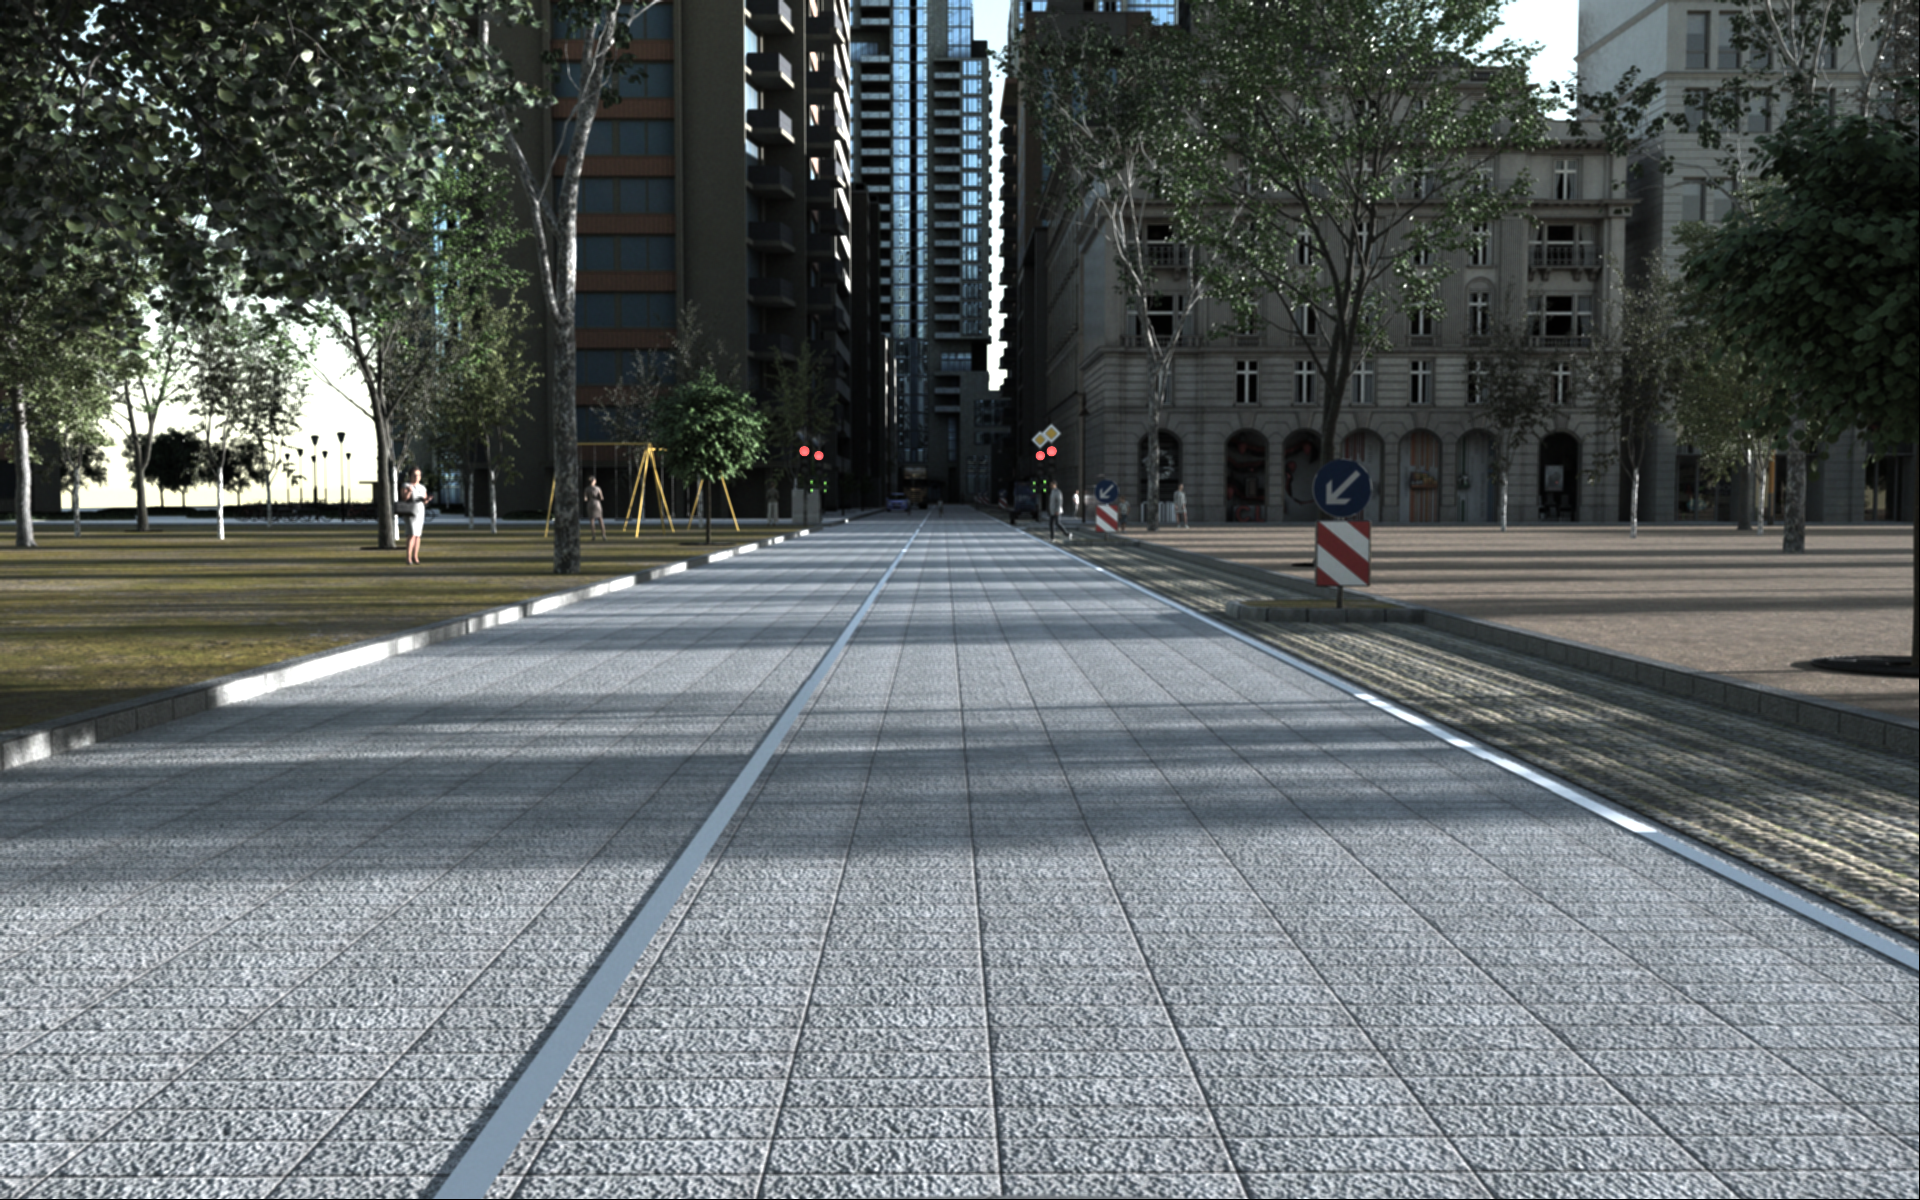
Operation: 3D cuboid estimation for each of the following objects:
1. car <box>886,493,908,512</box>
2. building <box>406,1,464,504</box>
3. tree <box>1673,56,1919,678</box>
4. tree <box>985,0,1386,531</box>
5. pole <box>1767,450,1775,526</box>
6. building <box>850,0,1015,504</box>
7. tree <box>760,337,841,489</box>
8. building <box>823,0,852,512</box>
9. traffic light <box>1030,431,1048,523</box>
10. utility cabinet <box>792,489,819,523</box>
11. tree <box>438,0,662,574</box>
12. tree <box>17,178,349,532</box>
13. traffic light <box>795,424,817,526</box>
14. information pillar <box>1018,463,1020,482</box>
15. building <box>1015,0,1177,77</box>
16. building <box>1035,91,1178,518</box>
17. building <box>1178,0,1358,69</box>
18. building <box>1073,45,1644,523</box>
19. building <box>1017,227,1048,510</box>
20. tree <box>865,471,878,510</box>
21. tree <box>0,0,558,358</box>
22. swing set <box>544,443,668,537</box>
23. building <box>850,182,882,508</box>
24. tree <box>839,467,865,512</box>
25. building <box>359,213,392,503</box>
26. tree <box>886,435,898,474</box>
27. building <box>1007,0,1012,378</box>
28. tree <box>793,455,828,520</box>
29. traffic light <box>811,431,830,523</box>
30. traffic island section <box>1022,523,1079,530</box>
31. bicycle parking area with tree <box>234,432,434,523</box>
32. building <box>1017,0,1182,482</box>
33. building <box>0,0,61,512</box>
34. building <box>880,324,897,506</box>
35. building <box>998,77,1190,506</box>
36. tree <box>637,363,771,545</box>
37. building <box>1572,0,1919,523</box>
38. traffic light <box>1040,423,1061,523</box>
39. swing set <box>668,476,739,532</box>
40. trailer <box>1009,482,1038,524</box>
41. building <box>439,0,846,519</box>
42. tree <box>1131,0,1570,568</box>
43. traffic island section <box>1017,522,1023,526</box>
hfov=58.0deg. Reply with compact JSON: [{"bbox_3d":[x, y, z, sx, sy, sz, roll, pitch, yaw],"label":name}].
[{"bbox_3d":[-5.110,-8.103,142.075,1.945,1.707,3.694,0,4,0],"label":"car"},{"bbox_3d":[-52.640,-55.202,215.224,31.000,86.520,22.319,0,4,-1],"label":"building"},{"bbox_3d":[7.058,-1.771,12.667,4.285,4.588,4.351,0,3,0],"label":"tree"},{"bbox_3d":[7.519,-12.398,58.594,12.611,20.169,13.585,0,3,0],"label":"tree"},{"bbox_3d":[32.973,-4.681,70.378,0.158,3.312,0.155,0,3,0],"label":"pole"},{"bbox_3d":[-8.608,-57.009,244.772,31.000,86.520,22.319,0,4,-1],"label":"building"},{"bbox_3d":[-7.766,-8.049,81.962,4.737,8.622,4.395,0,3,0],"label":"tree"},{"bbox_3d":[-19.801,-31.322,135.810,21.300,48.544,21.600,0,4,-1],"label":"building"},{"bbox_3d":[3.537,-5.389,77.032,0.839,4.253,0.868,0,4,-1],"label":"traffic light"},{"bbox_3d":[-6.778,-4.118,76.009,1.173,1.500,0.318,0,4,1],"label":"utility cabinet"},{"bbox_3d":[-7.532,-10.554,28.443,12.611,20.169,13.585,0,3,0],"label":"tree"},{"bbox_3d":[-27.760,-8.131,58.702,9.928,11.665,9.643,0,3,0],"label":"tree"},{"bbox_3d":[-6.144,-4.894,68.935,0.839,4.253,0.868,0,4,-1],"label":"traffic light"},{"bbox_3d":[4.476,-8.610,132.120,0.183,3.616,0.504,0,4,-3],"label":"information pillar"},{"bbox_3d":[15.131,-54.943,210.995,22.319,86.520,31.000,0,4,-1],"label":"building"},{"bbox_3d":[13.486,-16.741,107.002,16.112,22.955,30.059,0,4,-1],"label":"building"},{"bbox_3d":[37.569,-47.639,217.156,20.611,71.187,20.563,0,4,-1],"label":"building"},{"bbox_3d":[17.908,-14.732,82.672,24.055,21.916,13.314,0,4,-1],"label":"building"},{"bbox_3d":[12.232,-19.464,137.299,14.314,24.678,30.058,0,4,-1],"label":"building"},{"bbox_3d":[-7.819,-8.997,141.696,1.663,3.219,1.824,0,3,0],"label":"tree"},{"bbox_3d":[-6.246,-6.307,9.779,9.857,13.997,8.962,0,3,0],"label":"tree"},{"bbox_3d":[-10.971,-3.390,53.052,3.119,2.851,2.862,0,4,8],"label":"swing set"},{"bbox_3d":[-14.592,-23.736,159.782,14.160,30.474,14.107,0,4,-1],"label":"building"},{"bbox_3d":[-7.718,-7.783,121.845,1.663,3.219,1.824,0,3,0],"label":"tree"},{"bbox_3d":[-67.688,-36.157,245.790,28.867,44.769,22.147,0,4,-1],"label":"building"},{"bbox_3d":[-9.071,-15.204,198.945,4.737,8.622,4.395,0,3,0],"label":"tree"},{"bbox_3d":[17.203,-49.331,244.813,20.611,71.187,20.563,0,4,-1],"label":"building"},{"bbox_3d":[-7.304,-5.613,86.377,1.663,3.219,1.824,0,3,0],"label":"tree"},{"bbox_3d":[-6.223,-5.382,76.920,0.839,4.253,0.868,0,4,-1],"label":"traffic light"},{"bbox_3d":[3.657,-2.867,69.162,2.009,0.180,2.903,0,4,-1],"label":"traffic island section"},{"bbox_3d":[-29.867,-5.833,82.377,9.016,4.147,8.231,-1,4,-20],"label":"bicycle parking area with tree"},{"bbox_3d":[12.530,-31.148,159.380,14.600,45.320,14.200,0,4,-1],"label":"building"},{"bbox_3d":[-61.905,-26.315,84.869,28.867,44.769,22.147,0,4,-1],"label":"building"},{"bbox_3d":[-22.663,-22.598,214.512,28.899,21.520,27.650,0,4,-1],"label":"building"},{"bbox_3d":[15.242,-32.205,181.180,22.147,44.769,28.867,0,4,-1],"label":"building"},{"bbox_3d":[-6.465,-3.672,43.751,4.285,4.588,4.351,0,3,0],"label":"tree"},{"bbox_3d":[45.716,-18.620,81.929,29.804,29.767,11.434,0,4,-1],"label":"building"},{"bbox_3d":[3.616,-4.901,69.048,0.839,4.253,0.868,0,4,-1],"label":"traffic light"},{"bbox_3d":[-9.825,-3.831,60.260,2.862,2.851,3.119,3,5,43],"label":"swing set"},{"bbox_3d":[3.083,-4.605,82.343,1.471,1.999,3.904,0,4,1],"label":"trailer"},{"bbox_3d":[-18.296,-27.409,102.767,22.147,44.769,28.867,0,4,-1],"label":"building"},{"bbox_3d":[6.609,-6.388,30.201,9.928,11.665,9.643,0,3,0],"label":"tree"},{"bbox_3d":[3.577,-3.356,77.147,2.009,0.180,2.903,0,4,-1],"label":"traffic island section"}]
